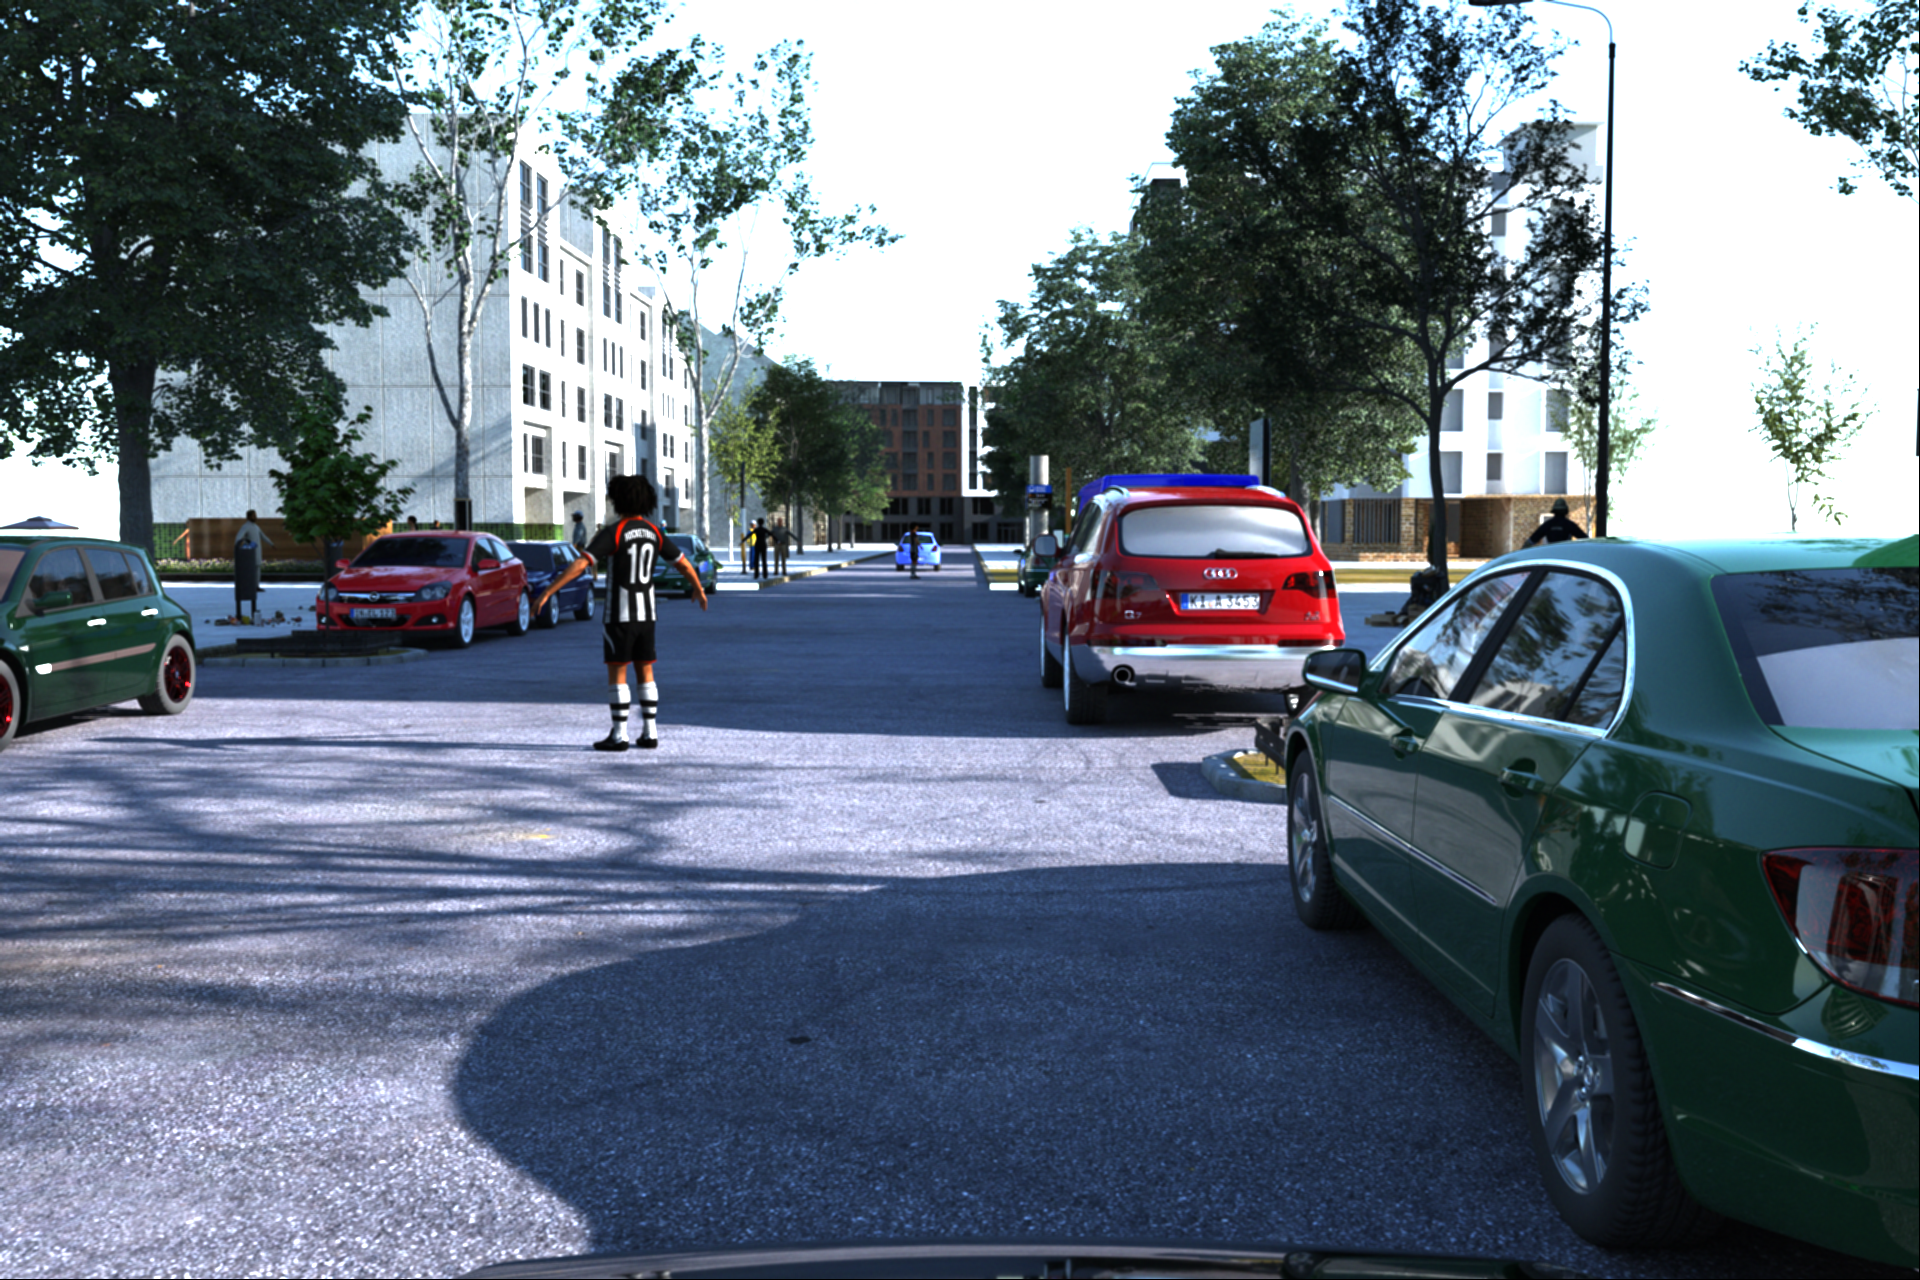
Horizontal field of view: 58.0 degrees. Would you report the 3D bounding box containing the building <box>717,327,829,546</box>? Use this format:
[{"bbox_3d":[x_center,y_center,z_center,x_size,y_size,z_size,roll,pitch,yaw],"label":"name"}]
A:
[{"bbox_3d":[-24.814,-22.167,193.358,19.493,23.208,18.063,0,4,0],"label":"building"}]

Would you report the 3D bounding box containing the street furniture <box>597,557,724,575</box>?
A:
[{"bbox_3d":[-11.429,-2.642,58.826,5.734,0.657,10.072,1,4,8],"label":"street furniture"}]

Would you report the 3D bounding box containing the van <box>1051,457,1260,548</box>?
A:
[{"bbox_3d":[2.251,-0.956,20.009,2.240,2.365,5.245,0,3,0],"label":"van"}]

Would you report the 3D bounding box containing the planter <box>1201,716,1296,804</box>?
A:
[{"bbox_3d":[2.434,0.681,9.999,1.991,0.319,1.994,0,4,1],"label":"planter"}]

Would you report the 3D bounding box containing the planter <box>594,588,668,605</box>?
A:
[{"bbox_3d":[-7.137,-0.905,35.942,1.991,0.319,1.994,0,4,1],"label":"planter"}]

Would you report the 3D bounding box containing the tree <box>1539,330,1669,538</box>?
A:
[{"bbox_3d":[22.775,-6.891,63.032,4.360,8.622,3.978,0,3,0],"label":"tree"}]

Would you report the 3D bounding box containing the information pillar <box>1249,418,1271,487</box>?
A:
[{"bbox_3d":[6.200,-2.725,35.876,0.184,3.620,1.656,0,4,0],"label":"information pillar"}]

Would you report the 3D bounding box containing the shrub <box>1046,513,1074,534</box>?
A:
[{"bbox_3d":[3.527,-3.172,56.283,1.690,2.028,1.600,0,3,0],"label":"shrub"}]

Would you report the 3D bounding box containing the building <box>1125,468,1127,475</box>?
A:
[{"bbox_3d":[19.784,-14.859,185.086,9.099,9.664,28.070,0,4,1],"label":"building"}]

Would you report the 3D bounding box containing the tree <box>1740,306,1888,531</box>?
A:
[{"bbox_3d":[27.002,-6.437,55.604,4.737,8.622,4.395,0,3,0],"label":"tree"}]

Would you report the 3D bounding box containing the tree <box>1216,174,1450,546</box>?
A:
[{"bbox_3d":[11.266,-8.247,52.958,7.486,12.596,7.792,0,3,0],"label":"tree"}]

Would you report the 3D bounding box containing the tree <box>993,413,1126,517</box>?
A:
[{"bbox_3d":[6.147,-10.573,107.281,8.767,10.594,7.601,0,4,4],"label":"tree"}]

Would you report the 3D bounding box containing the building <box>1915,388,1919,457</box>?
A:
[{"bbox_3d":[25.685,-13.989,22.224,14.314,27.812,24.014,0,4,1],"label":"building"}]

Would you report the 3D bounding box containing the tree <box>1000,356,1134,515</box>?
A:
[{"bbox_3d":[6.021,-10.464,96.848,9.928,11.665,9.643,0,3,0],"label":"tree"}]

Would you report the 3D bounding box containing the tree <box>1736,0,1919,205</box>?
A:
[{"bbox_3d":[25.875,-11.598,45.520,12.611,20.169,13.585,0,3,0],"label":"tree"}]

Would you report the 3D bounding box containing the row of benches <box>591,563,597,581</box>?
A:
[{"bbox_3d":[-11.436,-1.858,45.841,1.422,0.672,4.104,3,5,39],"label":"row of benches"}]

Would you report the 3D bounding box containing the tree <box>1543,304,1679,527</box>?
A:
[{"bbox_3d":[20.626,-6.471,56.158,4.360,8.622,3.978,0,3,0],"label":"tree"}]

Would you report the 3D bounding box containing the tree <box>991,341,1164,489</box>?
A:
[{"bbox_3d":[5.598,-8.859,79.256,8.767,10.594,7.601,0,4,-2],"label":"tree"}]

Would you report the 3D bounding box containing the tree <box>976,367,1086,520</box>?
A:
[{"bbox_3d":[5.325,-13.226,122.900,9.857,13.997,8.962,0,3,0],"label":"tree"}]

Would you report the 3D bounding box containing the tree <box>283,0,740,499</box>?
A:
[{"bbox_3d":[-12.171,-11.590,45.383,12.611,20.169,13.585,0,3,0],"label":"tree"}]

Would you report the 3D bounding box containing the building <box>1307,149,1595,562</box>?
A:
[{"bbox_3d":[23.173,-14.386,91.638,16.016,20.090,11.380,0,4,0],"label":"building"}]

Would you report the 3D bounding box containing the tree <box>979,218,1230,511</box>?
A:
[{"bbox_3d":[5.946,-9.897,68.465,9.857,13.997,8.962,0,3,0],"label":"tree"}]

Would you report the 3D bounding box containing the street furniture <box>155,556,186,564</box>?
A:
[{"bbox_3d":[-23.477,-2.768,60.876,10.072,0.657,5.734,1,4,13],"label":"street furniture"}]

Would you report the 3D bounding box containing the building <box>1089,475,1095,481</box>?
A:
[{"bbox_3d":[21.698,-16.943,219.157,9.099,9.664,28.070,0,3,0],"label":"building"}]

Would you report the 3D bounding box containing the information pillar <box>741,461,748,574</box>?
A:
[{"bbox_3d":[-6.926,-3.916,55.381,0.183,3.616,0.504,0,4,1],"label":"information pillar"}]

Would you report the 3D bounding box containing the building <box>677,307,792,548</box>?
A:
[{"bbox_3d":[-27.210,-20.908,172.781,19.493,23.208,18.063,0,4,1],"label":"building"}]

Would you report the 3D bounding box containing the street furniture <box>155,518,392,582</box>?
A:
[{"bbox_3d":[-20.311,-2.607,49.479,9.812,1.723,11.010,0,4,6],"label":"street furniture"}]

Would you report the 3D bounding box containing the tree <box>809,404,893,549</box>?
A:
[{"bbox_3d":[-9.848,-14.266,151.380,7.486,12.596,7.792,0,3,0],"label":"tree"}]

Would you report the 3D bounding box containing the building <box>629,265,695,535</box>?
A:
[{"bbox_3d":[-29.916,-15.730,123.640,16.747,18.905,31.486,0,4,1],"label":"building"}]

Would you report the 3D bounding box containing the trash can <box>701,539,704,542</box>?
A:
[{"bbox_3d":[-7.850,-2.391,50.749,0.748,1.137,0.748,0,3,0],"label":"trash can"}]

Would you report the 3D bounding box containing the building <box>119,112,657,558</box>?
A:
[{"bbox_3d":[-27.013,-13.602,88.848,16.747,18.905,31.486,0,4,1],"label":"building"}]

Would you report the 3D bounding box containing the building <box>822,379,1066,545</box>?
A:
[{"bbox_3d":[-2.883,-24.088,240.274,32.646,21.610,27.936,0,4,-5],"label":"building"}]

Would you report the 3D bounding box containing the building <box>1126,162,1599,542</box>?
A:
[{"bbox_3d":[24.536,-16.377,111.742,27.936,21.610,32.646,0,4,0],"label":"building"}]

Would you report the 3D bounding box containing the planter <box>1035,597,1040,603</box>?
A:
[{"bbox_3d":[2.592,-0.947,36.617,1.991,0.319,1.994,0,4,1],"label":"planter"}]

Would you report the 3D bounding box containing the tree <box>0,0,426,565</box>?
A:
[{"bbox_3d":[-13.201,-7.367,27.104,9.857,13.997,8.962,0,3,0],"label":"tree"}]

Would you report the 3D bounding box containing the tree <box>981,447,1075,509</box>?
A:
[{"bbox_3d":[6.134,-12.225,134.286,8.767,10.594,7.601,-1,4,-16],"label":"tree"}]

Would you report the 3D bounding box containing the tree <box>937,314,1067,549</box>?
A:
[{"bbox_3d":[4.408,-18.016,150.446,12.611,20.169,13.585,0,3,0],"label":"tree"}]

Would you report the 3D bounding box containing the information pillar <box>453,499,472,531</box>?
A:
[{"bbox_3d":[-10.437,-1.952,36.411,0.304,2.012,0.304,0,4,1],"label":"information pillar"}]
